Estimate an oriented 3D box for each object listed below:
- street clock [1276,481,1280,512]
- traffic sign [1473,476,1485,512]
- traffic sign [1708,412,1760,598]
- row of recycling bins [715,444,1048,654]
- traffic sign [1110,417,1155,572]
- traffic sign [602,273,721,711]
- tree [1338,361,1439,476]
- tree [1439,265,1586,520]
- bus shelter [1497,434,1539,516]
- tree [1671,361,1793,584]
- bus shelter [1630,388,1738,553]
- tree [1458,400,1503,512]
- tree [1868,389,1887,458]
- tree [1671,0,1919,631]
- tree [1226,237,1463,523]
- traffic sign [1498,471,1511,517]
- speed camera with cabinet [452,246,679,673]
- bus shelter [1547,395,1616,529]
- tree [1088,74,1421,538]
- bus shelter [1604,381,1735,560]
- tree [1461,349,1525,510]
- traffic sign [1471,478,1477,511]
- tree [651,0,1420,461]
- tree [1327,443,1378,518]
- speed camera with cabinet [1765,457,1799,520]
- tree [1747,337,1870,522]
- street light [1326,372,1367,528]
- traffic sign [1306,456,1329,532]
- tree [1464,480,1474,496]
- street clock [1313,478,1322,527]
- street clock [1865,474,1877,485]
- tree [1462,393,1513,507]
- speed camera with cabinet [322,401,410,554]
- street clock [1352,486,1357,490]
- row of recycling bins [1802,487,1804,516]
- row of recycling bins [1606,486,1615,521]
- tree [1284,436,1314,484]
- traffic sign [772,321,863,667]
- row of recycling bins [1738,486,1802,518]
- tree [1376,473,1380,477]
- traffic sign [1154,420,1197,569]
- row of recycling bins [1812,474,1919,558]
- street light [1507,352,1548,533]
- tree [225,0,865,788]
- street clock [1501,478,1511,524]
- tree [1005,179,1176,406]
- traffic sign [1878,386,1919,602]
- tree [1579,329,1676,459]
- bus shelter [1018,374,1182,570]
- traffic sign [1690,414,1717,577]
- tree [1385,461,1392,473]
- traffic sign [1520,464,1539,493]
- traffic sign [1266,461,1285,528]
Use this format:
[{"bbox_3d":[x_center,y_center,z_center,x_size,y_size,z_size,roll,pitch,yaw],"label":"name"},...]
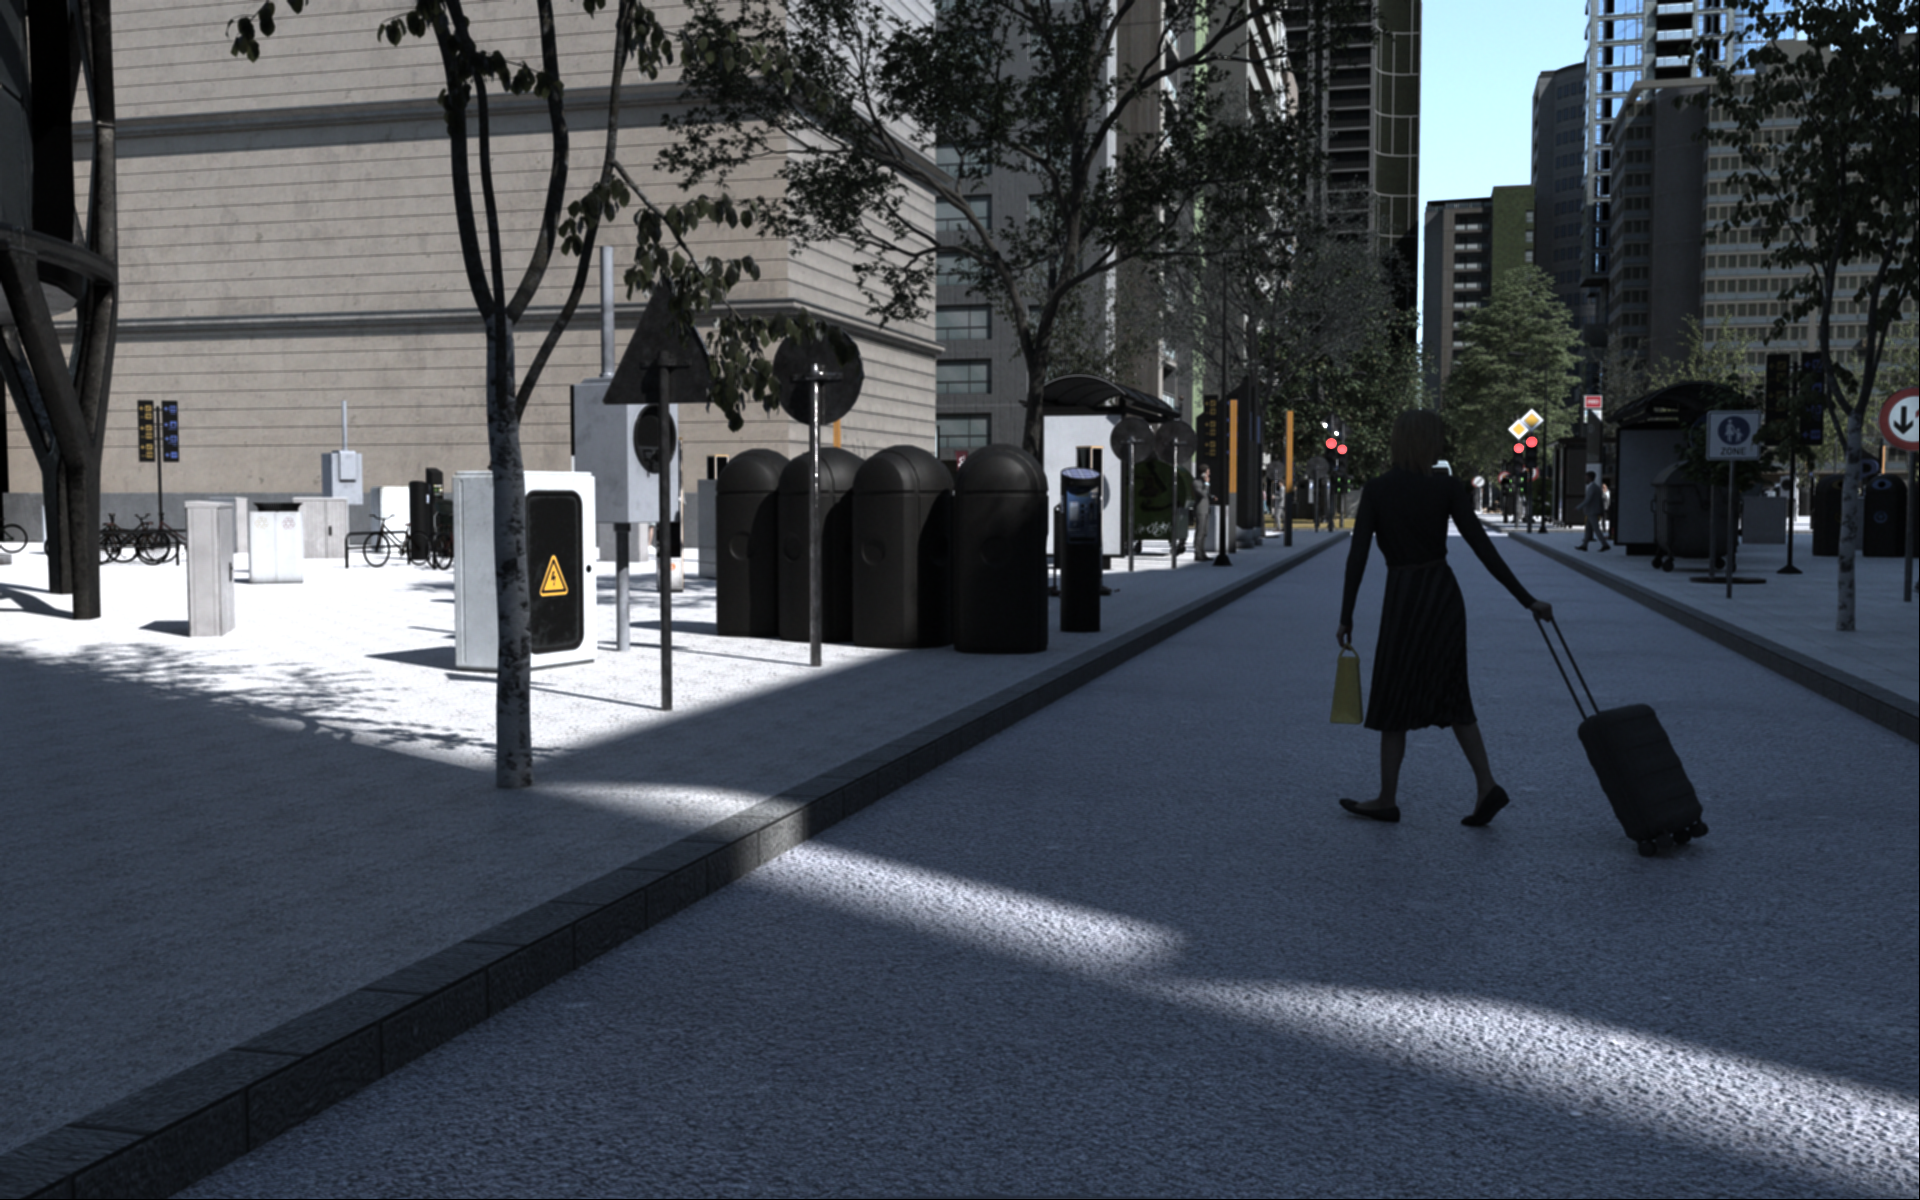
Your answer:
[{"bbox_3d":[18.164,-5.759,98.726,0.358,2.002,0.471,-3,5,-43],"label":"street clock"},{"bbox_3d":[36.720,-7.491,122.584,0.768,2.556,0.104,1,4,16],"label":"traffic sign"},{"bbox_3d":[9.485,-1.172,21.294,0.606,2.300,0.079,1,4,17],"label":"traffic sign"},{"bbox_3d":[-0.761,-0.482,14.998,3.534,1.692,1.069,3,4,37],"label":"row of recycling bins"},{"bbox_3d":[2.831,-1.743,28.606,0.768,2.556,0.104,1,4,23],"label":"traffic sign"},{"bbox_3d":[-1.739,-0.624,10.201,0.884,2.594,0.081,1,4,23],"label":"traffic sign"},{"bbox_3d":[37.613,-15.105,153.616,9.857,13.997,8.962,0,3,0],"label":"tree"},{"bbox_3d":[27.695,-10.303,86.585,7.486,12.596,7.792,0,3,0],"label":"tree"},{"bbox_3d":[33.268,-7.692,103.404,2.179,5.291,8.768,1,4,15],"label":"bus shelter"},{"bbox_3d":[11.324,-1.870,25.173,1.663,3.219,1.824,0,3,0],"label":"tree"},{"bbox_3d":[17.104,-3.044,41.054,1.731,3.624,6.357,1,4,15],"label":"bus shelter"},{"bbox_3d":[37.760,-10.684,125.043,4.737,8.622,4.395,0,3,0],"label":"tree"},{"bbox_3d":[60.272,-10.170,116.636,4.360,8.622,3.978,0,3,0],"label":"tree"},{"bbox_3d":[8.561,-4.023,16.143,4.737,8.622,4.395,0,3,0],"label":"tree"},{"bbox_3d":[16.165,-9.765,76.662,9.611,12.733,9.660,0,3,0],"label":"tree"},{"bbox_3d":[30.355,-5.897,96.526,0.768,2.556,0.104,2,4,24],"label":"traffic sign"},{"bbox_3d":[-2.964,-1.156,13.238,0.660,3.252,2.038,2,4,27],"label":"speed camera with cabinet"},{"bbox_3d":[24.235,-5.519,67.863,2.179,5.291,8.768,1,4,15],"label":"bus shelter"},{"bbox_3d":[8.774,-8.598,50.952,12.009,13.543,11.850,0,3,0],"label":"tree"},{"bbox_3d":[13.833,-2.428,33.630,2.014,3.302,5.546,1,4,15],"label":"bus shelter"},{"bbox_3d":[40.854,-13.466,137.177,9.611,12.733,9.660,0,3,0],"label":"tree"},{"bbox_3d":[38.617,-7.914,129.495,0.768,2.556,0.104,1,4,22],"label":"traffic sign"},{"bbox_3d":[0.682,-5.152,18.653,8.767,10.594,7.601,0,4,1],"label":"tree"},{"bbox_3d":[21.107,-6.744,93.975,4.285,4.588,4.351,0,3,0],"label":"tree"},{"bbox_3d":[39.906,-5.536,84.843,0.660,3.252,2.038,-3,5,-44],"label":"speed camera with cabinet"},{"bbox_3d":[38.841,-7.967,80.629,4.360,8.622,3.978,0,3,0],"label":"tree"},{"bbox_3d":[14.739,-5.718,66.024,1.470,5.913,1.316,1,4,15],"label":"street light"},{"bbox_3d":[11.927,-3.533,57.862,0.768,2.556,0.104,1,4,15],"label":"traffic sign"},{"bbox_3d":[58.154,-12.480,198.655,1.663,3.219,1.824,0,3,0],"label":"tree"},{"bbox_3d":[13.948,-3.855,67.591,0.358,2.002,0.471,1,4,8],"label":"street clock"},{"bbox_3d":[32.645,-3.512,61.987,0.471,2.002,0.358,1,4,9],"label":"street clock"},{"bbox_3d":[36.169,-10.231,117.635,4.360,8.622,3.978,0,3,0],"label":"tree"},{"bbox_3d":[-12.656,-2.632,37.365,2.038,3.252,0.660,-3,5,-42],"label":"speed camera with cabinet"},{"bbox_3d":[22.358,-5.725,98.170,0.471,2.002,0.358,-2,4,-27],"label":"street clock"},{"bbox_3d":[50.530,-5.805,102.017,3.534,1.692,1.069,-2,4,-28],"label":"row of recycling bins"},{"bbox_3d":[32.890,-4.652,83.172,3.534,1.692,1.069,2,4,27],"label":"row of recycling bins"},{"bbox_3d":[26.990,-11.491,138.244,4.737,8.622,4.395,0,3,0],"label":"tree"},{"bbox_3d":[-1.075,-0.778,12.827,0.768,2.556,0.104,2,4,24],"label":"traffic sign"},{"bbox_3d":[44.574,-5.446,96.152,3.534,1.692,1.069,2,4,28],"label":"row of recycling bins"},{"bbox_3d":[32.420,-8.580,134.884,1.663,3.219,1.824,0,3,0],"label":"tree"},{"bbox_3d":[3.683,-1.813,29.756,0.768,2.556,0.104,1,4,22],"label":"traffic sign"},{"bbox_3d":[19.222,-1.715,35.161,3.534,1.692,1.069,3,5,41],"label":"row of recycling bins"},{"bbox_3d":[18.590,-5.150,56.748,1.470,5.913,1.316,1,4,15],"label":"street light"},{"bbox_3d":[-1.966,-3.472,7.124,4.360,8.622,3.978,0,3,0],"label":"tree"},{"bbox_3d":[23.668,-4.312,75.067,0.471,2.002,0.358,1,4,18],"label":"street clock"},{"bbox_3d":[2.758,-5.554,41.171,4.360,8.622,3.978,0,3,0],"label":"tree"},{"bbox_3d":[11.323,-1.254,20.616,0.768,2.556,0.104,1,4,21],"label":"traffic sign"},{"bbox_3d":[29.449,-7.731,76.761,4.360,8.622,3.978,0,3,0],"label":"tree"},{"bbox_3d":[2.686,-2.319,31.832,2.014,3.302,5.546,1,4,15],"label":"bus shelter"},{"bbox_3d":[11.702,-1.637,26.874,0.768,2.556,0.104,1,4,17],"label":"traffic sign"},{"bbox_3d":[52.739,-16.033,212.504,4.737,8.622,4.395,0,3,0],"label":"tree"},{"bbox_3d":[23.361,-4.342,71.094,0.768,2.556,0.104,1,4,23],"label":"traffic sign"},{"bbox_3d":[12.013,-4.029,65.978,0.768,2.556,0.104,1,4,19],"label":"traffic sign"}]
